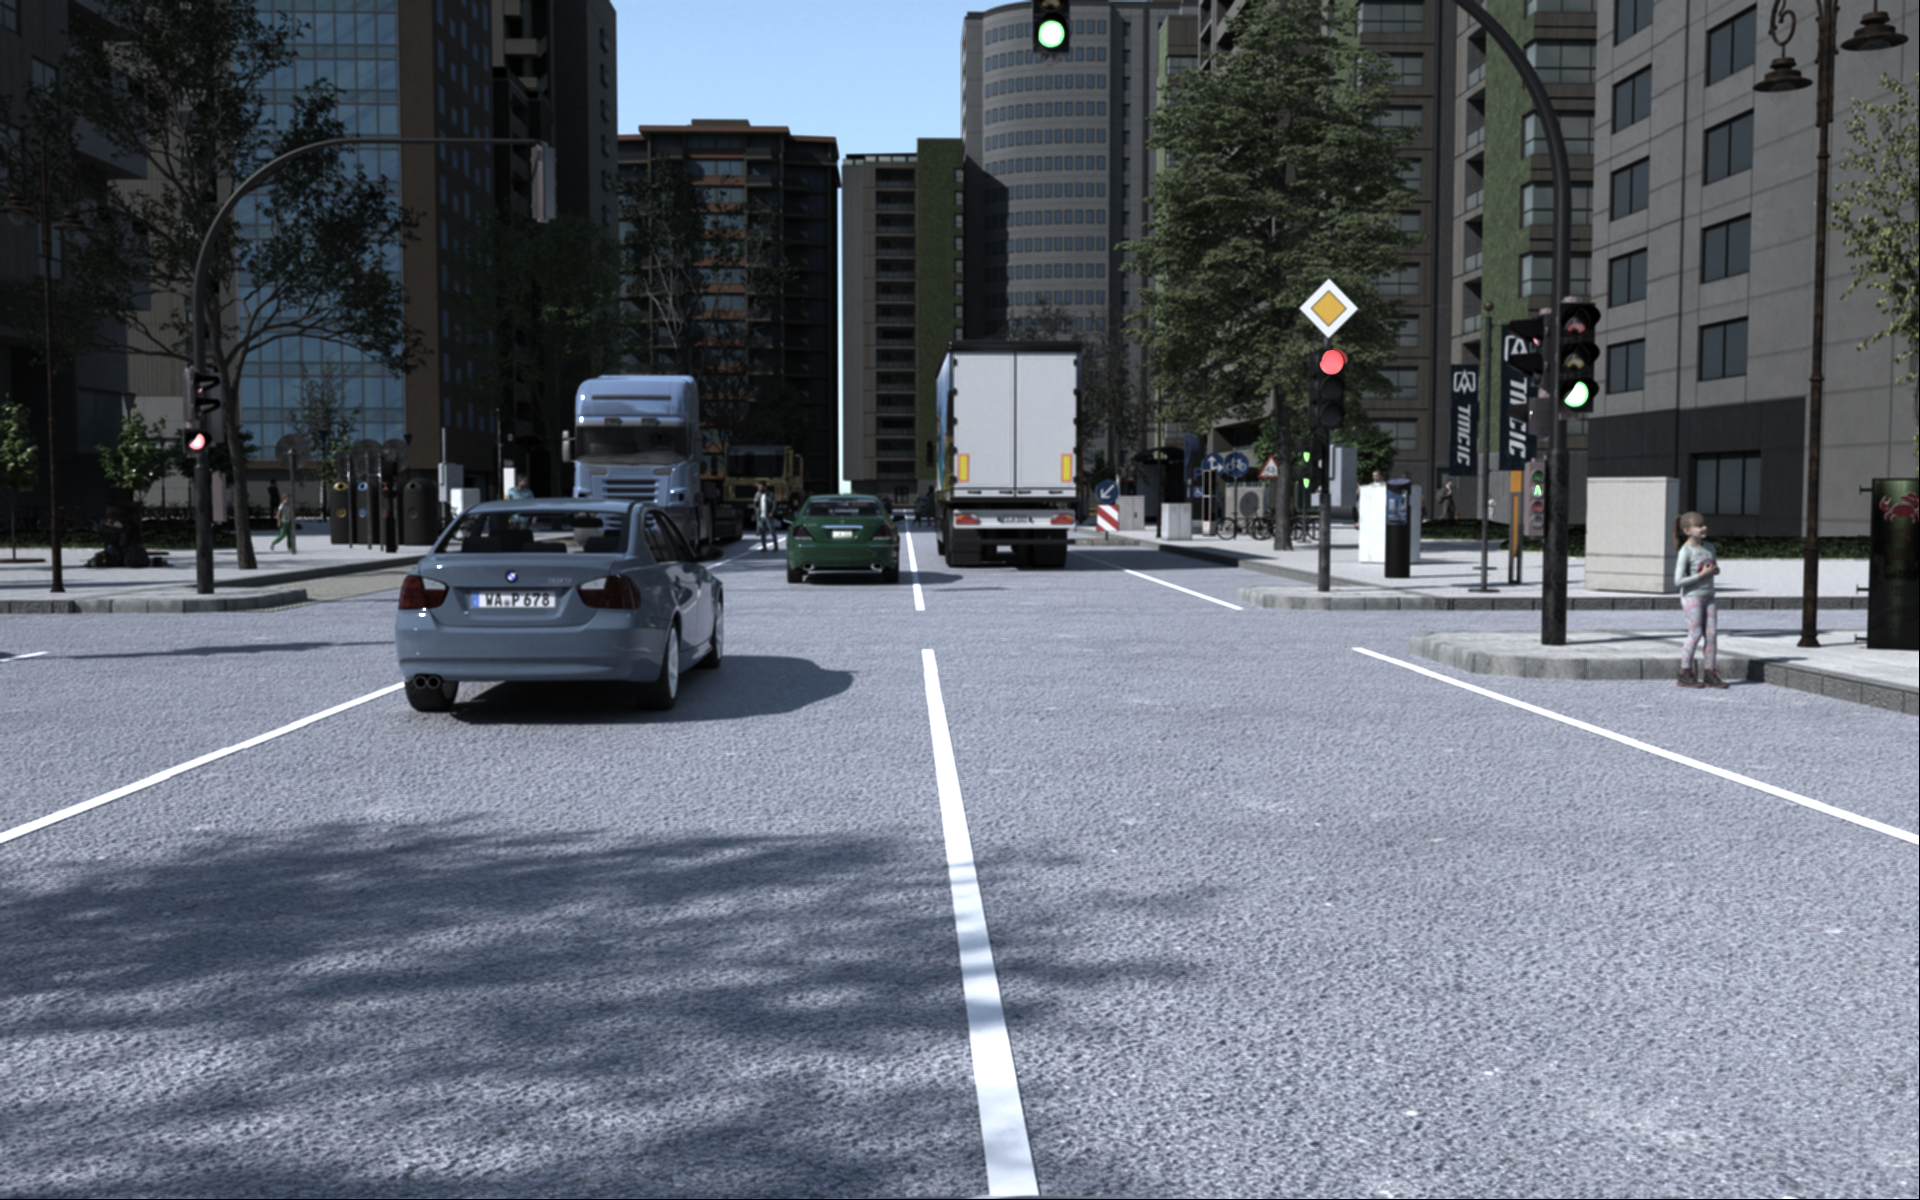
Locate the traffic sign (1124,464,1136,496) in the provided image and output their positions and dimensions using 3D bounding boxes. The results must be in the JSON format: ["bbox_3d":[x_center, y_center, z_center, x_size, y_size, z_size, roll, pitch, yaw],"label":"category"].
[{"bbox_3d":[7.234,-4.608,75.345,0.884,2.594,0.081,0,4,3],"label":"traffic sign"}]

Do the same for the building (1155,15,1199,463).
[{"bbox_3d":[24.065,-28.663,152.234,14.154,41.232,14.086,0,4,-2],"label":"building"}]

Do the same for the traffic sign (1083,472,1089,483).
[{"bbox_3d":[5.629,-4.979,81.416,0.884,2.594,0.081,0,4,-2],"label":"traffic sign"}]

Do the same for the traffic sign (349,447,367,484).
[{"bbox_3d":[-15.962,-2.808,46.019,0.768,2.556,0.104,0,4,7],"label":"traffic sign"}]

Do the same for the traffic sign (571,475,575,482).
[{"bbox_3d":[-17.364,-4.842,79.172,0.884,2.594,0.081,0,4,7],"label":"traffic sign"}]

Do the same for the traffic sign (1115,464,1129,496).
[{"bbox_3d":[6.888,-4.545,74.421,0.768,2.556,0.104,0,4,-2],"label":"traffic sign"}]

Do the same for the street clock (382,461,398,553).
[{"bbox_3d":[-12.481,-2.041,37.948,0.358,2.002,0.471,0,4,-5],"label":"street clock"}]

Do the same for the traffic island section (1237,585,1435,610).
[{"bbox_3d":[4.808,-0.030,22.771,2.009,0.180,2.903,0,4,-2],"label":"traffic island section"}]

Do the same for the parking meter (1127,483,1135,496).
[{"bbox_3d":[8.928,-5.173,90.282,0.399,1.863,0.255,0,4,7],"label":"parking meter"}]

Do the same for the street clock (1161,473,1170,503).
[{"bbox_3d":[7.015,-3.348,59.309,0.358,2.002,0.471,2,4,28],"label":"street clock"}]

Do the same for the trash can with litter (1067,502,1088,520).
[{"bbox_3d":[5.756,-4.475,84.546,1.055,1.170,0.624,2,4,32],"label":"trash can with litter"}]

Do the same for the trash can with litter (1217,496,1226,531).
[{"bbox_3d":[9.071,-3.019,60.415,2.233,1.210,1.678,3,5,39],"label":"trash can with litter"}]

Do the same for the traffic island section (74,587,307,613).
[{"bbox_3d":[-9.726,-0.001,22.291,2.009,0.180,2.903,0,4,-2],"label":"traffic island section"}]

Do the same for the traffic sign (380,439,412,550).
[{"bbox_3d":[-12.999,-2.433,39.880,0.768,2.556,0.104,0,4,2],"label":"traffic sign"}]

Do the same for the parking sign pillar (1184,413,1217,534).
[{"bbox_3d":[7.557,-4.112,55.704,1.447,3.967,1.447,0,4,-2],"label":"parking sign pillar"}]

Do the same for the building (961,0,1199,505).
[{"bbox_3d":[14.474,-40.599,205.791,28.212,58.520,21.231,0,4,-2],"label":"building"}]

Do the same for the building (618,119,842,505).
[{"bbox_3d":[-28.689,-33.681,205.315,28.867,44.769,22.147,0,4,-2],"label":"building"}]

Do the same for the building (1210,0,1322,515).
[{"bbox_3d":[29.047,-29.956,113.482,21.300,48.544,21.600,0,4,-2],"label":"building"}]

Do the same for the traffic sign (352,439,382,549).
[{"bbox_3d":[-13.669,-2.443,40.042,0.768,2.556,0.104,0,4,-1],"label":"traffic sign"}]

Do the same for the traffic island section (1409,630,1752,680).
[{"bbox_3d":[5.075,0.458,14.790,2.009,0.180,2.903,0,4,-2],"label":"traffic island section"}]

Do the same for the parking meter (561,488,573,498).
[{"bbox_3d":[-17.260,-4.117,75.729,0.372,1.533,0.369,0,3,0],"label":"parking meter"}]

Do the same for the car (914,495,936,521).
[{"bbox_3d":[-1.468,-4.924,92.511,2.014,1.417,4.499,0,4,-1],"label":"car"}]

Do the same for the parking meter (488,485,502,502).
[{"bbox_3d":[-13.777,-2.626,51.346,0.372,1.533,0.369,0,3,0],"label":"parking meter"}]

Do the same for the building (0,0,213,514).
[{"bbox_3d":[-65.791,-33.886,143.279,27.495,52.752,28.713,0,4,-2],"label":"building"}]

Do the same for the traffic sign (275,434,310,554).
[{"bbox_3d":[-14.175,-2.243,36.781,0.768,2.556,0.104,0,4,6],"label":"traffic sign"}]

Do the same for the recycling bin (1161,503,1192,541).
[{"bbox_3d":[6.002,-2.167,47.977,0.722,1.027,0.722,0,4,-6],"label":"recycling bin"}]

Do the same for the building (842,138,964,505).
[{"bbox_3d":[-6.693,-31.699,201.871,14.086,41.232,14.154,0,4,-2],"label":"building"}]

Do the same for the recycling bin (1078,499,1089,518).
[{"bbox_3d":[6.581,-5.025,94.716,0.722,1.027,0.722,-3,5,-44],"label":"recycling bin"}]

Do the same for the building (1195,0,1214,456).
[{"bbox_3d":[28.098,-42.543,133.837,20.563,71.187,20.611,0,4,-2],"label":"building"}]

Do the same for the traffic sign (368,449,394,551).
[{"bbox_3d":[-13.035,-2.255,39.002,0.606,2.300,0.079,0,4,6],"label":"traffic sign"}]

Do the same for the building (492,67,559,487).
[{"bbox_3d":[-35.836,-21.156,117.610,14.160,30.474,14.107,0,4,-2],"label":"building"}]

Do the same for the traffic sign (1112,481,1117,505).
[{"bbox_3d":[8.493,-5.897,96.517,0.768,2.556,0.104,0,4,2],"label":"traffic sign"}]

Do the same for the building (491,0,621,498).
[{"bbox_3d":[-41.372,-32.045,147.633,21.600,48.544,21.300,0,4,-2],"label":"building"}]

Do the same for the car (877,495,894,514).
[{"bbox_3d":[-5.897,-7.051,127.869,1.945,1.354,3.894,0,3,0],"label":"car"}]

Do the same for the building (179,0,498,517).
[{"bbox_3d":[-36.345,-27.700,103.004,14.600,45.320,14.200,0,4,-2],"label":"building"}]

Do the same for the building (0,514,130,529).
[{"bbox_3d":[-45.539,-28.635,57.417,28.713,52.752,27.495,0,4,-2],"label":"building"}]

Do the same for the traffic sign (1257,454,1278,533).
[{"bbox_3d":[10.104,-3.446,56.339,0.884,2.594,0.081,0,4,4],"label":"traffic sign"}]

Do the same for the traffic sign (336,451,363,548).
[{"bbox_3d":[-14.455,-2.380,41.041,0.606,2.300,0.079,0,4,-1],"label":"traffic sign"}]

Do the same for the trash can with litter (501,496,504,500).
[{"bbox_3d":[-16.530,-3.223,63.753,2.233,1.210,1.678,1,4,22],"label":"trash can with litter"}]

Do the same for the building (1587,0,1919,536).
[{"bbox_3d":[30.943,-37.082,44.547,20.611,71.187,20.563,0,4,-2],"label":"building"}]

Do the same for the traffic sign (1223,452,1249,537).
[{"bbox_3d":[8.319,-3.189,52.253,0.768,2.556,0.104,0,4,4],"label":"traffic sign"}]

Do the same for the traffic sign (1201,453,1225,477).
[{"bbox_3d":[7.897,-3.296,53.990,0.768,2.556,0.104,0,3,0],"label":"traffic sign"}]

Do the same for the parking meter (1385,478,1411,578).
[{"bbox_3d":[6.709,-1.108,26.525,0.372,1.533,0.369,0,3,0],"label":"parking meter"}]

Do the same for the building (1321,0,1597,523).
[{"bbox_3d":[26.163,-24.923,91.091,14.154,41.232,14.086,0,4,-2],"label":"building"}]
